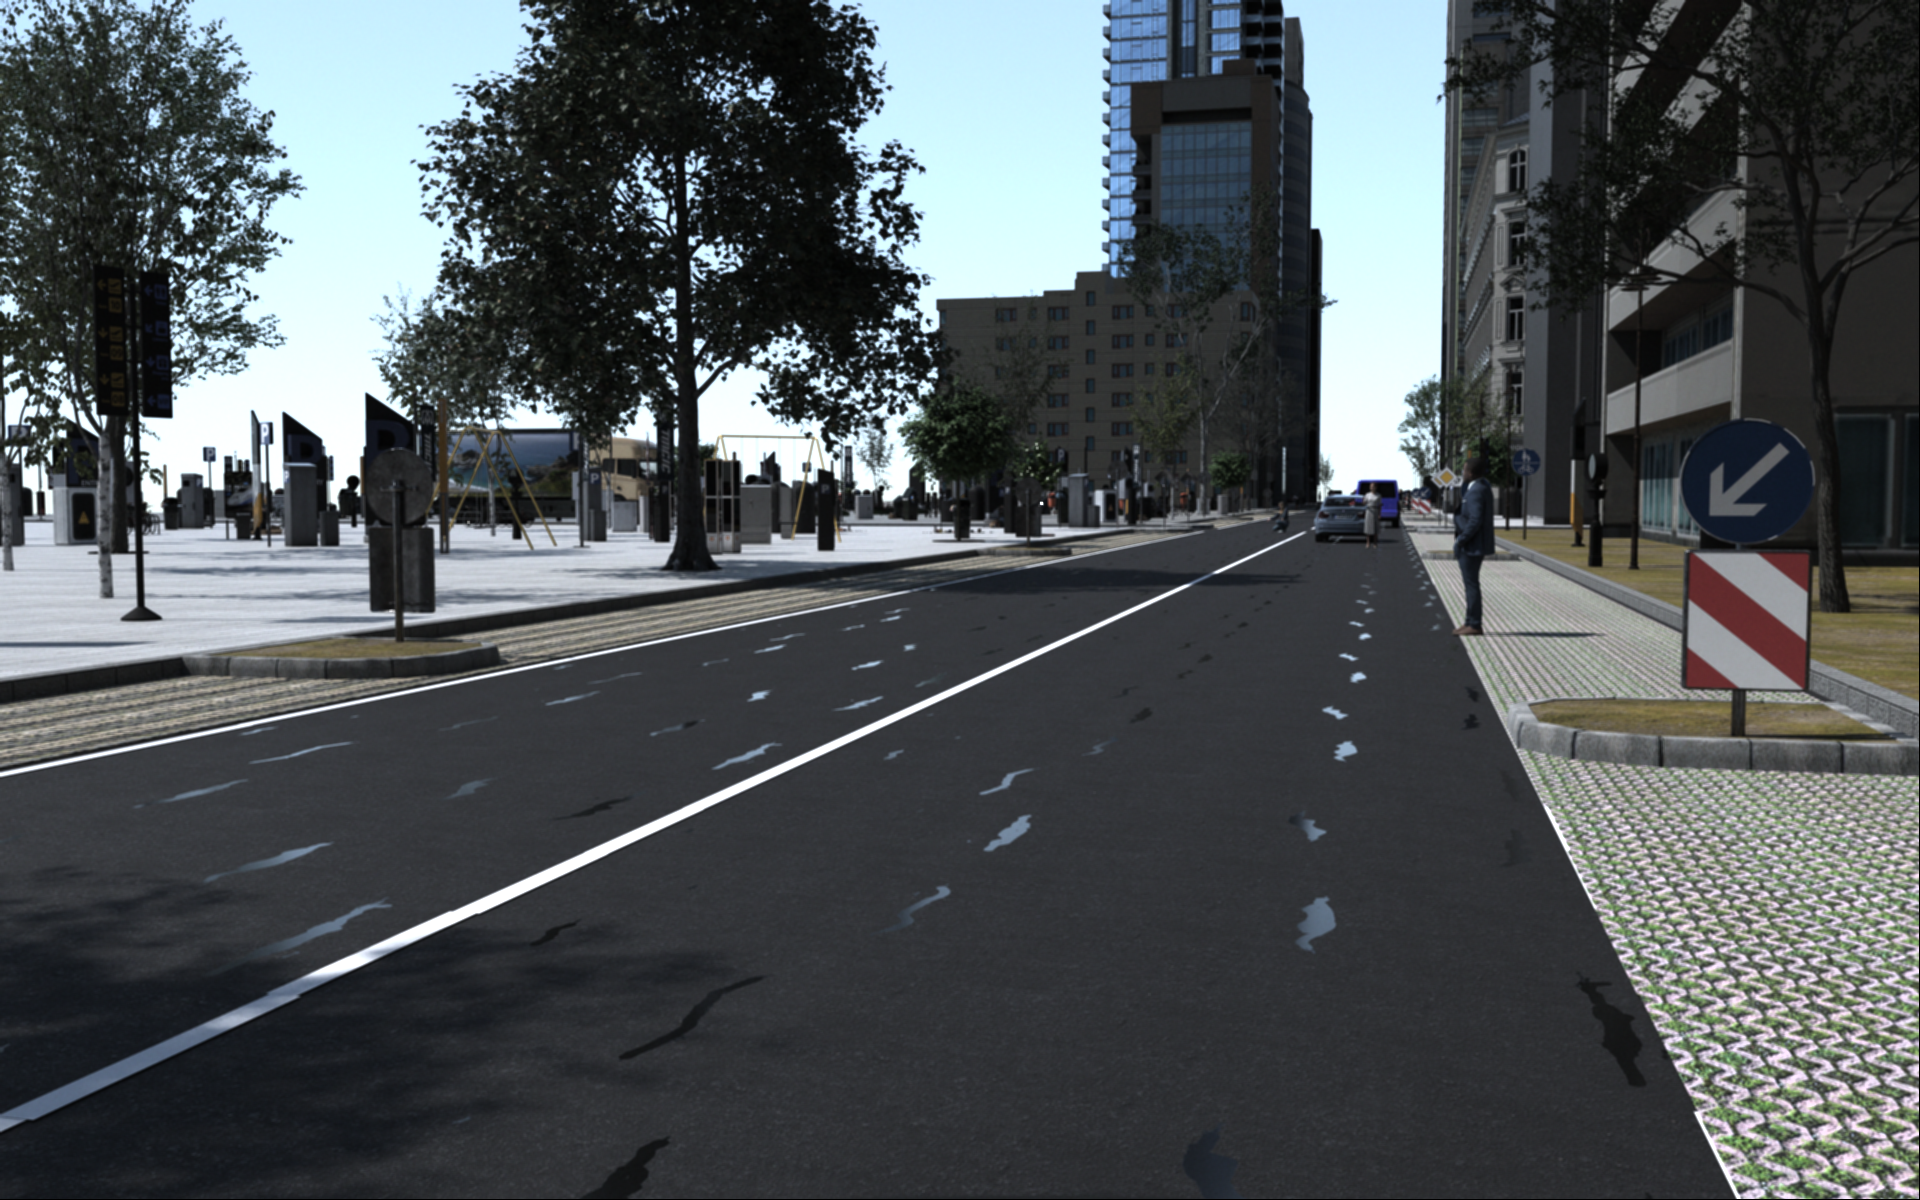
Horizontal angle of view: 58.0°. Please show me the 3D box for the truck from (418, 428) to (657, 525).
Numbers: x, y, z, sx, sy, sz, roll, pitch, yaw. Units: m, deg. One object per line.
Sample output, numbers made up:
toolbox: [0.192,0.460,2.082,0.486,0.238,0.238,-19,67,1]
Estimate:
truck: [-17.816,-5.270,75.084,11.283,4.237,2.839,1,4,14]

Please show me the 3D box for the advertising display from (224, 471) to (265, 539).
advertising display: [-20.384,-2.693,49.246,0.974,1.923,0.123,-1,4,-19]

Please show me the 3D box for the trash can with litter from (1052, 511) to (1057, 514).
trash can with litter: [6.630,-6.330,114.554,1.678,1.210,2.233,-2,4,-27]

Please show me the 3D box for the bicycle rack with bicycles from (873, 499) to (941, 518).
bicycle rack with bicycles: [-3.243,-5.494,103.204,2.852,0.926,2.925,-2,4,-28]

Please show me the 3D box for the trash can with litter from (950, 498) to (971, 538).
trash can with litter: [0.007,-2.369,50.122,0.624,1.170,1.055,0,4,-2]

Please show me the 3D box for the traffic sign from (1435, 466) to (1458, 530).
traffic sign: [17.591,-3.609,62.652,0.795,2.450,0.064,1,4,14]

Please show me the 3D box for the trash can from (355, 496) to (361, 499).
trash can: [-39.816,-6.311,114.835,0.748,1.137,0.748,0,3,0]

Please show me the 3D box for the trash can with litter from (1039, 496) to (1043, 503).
trash can with litter: [6.498,-7.482,133.717,1.055,1.170,0.624,-1,4,-17]

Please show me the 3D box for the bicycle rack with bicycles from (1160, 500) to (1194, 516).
bicycle rack with bicycles: [12.250,-5.456,102.580,2.925,0.926,2.852,1,4,16]

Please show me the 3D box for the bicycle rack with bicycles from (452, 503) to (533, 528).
bicycle rack with bicycles: [-18.223,-3.256,66.612,2.925,0.926,2.852,3,5,39]

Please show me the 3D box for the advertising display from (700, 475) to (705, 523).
advertising display: [-8.508,-3.283,58.896,0.974,1.923,0.123,-1,4,-20]

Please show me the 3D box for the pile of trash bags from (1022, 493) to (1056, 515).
pile of trash bags: [4.932,-5.944,106.934,1.912,1.369,3.447,-2,4,-30]

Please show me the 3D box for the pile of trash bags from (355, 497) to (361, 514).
pile of trash bags: [-37.731,-6.183,110.841,1.912,1.369,3.447,3,5,41]

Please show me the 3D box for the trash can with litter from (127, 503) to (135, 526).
trash can with litter: [-33.158,-3.492,68.482,1.055,1.170,0.624,-2,4,-28]

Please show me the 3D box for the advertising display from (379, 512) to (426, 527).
advertising display: [-12.130,-1.985,37.665,0.974,1.923,0.123,-1,4,-20]

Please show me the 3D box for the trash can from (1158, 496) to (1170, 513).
trash can: [13.124,-6.107,111.497,0.748,1.137,0.748,0,3,0]

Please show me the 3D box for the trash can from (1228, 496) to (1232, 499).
trash can: [18.536,-6.605,119.650,0.748,1.137,0.748,0,3,0]

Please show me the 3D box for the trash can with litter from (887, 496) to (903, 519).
trash can with litter: [-3.279,-4.813,90.072,0.624,1.170,1.055,2,4,32]

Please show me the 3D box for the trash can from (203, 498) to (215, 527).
trash can: [-29.660,-3.456,68.159,0.748,1.137,0.748,0,3,0]

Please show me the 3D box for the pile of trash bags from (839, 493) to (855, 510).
pile of trash bags: [-8.720,-7.936,139.506,3.447,1.369,1.912,3,5,44]

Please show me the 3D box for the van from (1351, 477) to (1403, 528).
van: [18.123,-4.337,75.300,2.240,2.365,5.245,1,4,13]

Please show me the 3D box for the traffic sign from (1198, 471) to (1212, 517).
traffic sign: [13.466,-5.829,95.404,0.768,2.556,0.104,1,4,20]

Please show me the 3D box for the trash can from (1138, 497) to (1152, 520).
trash can: [9.014,-4.447,84.361,0.748,1.137,0.748,0,3,0]

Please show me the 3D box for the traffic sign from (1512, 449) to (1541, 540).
traffic sign: [15.855,-2.964,48.560,0.768,2.556,0.104,1,4,18]

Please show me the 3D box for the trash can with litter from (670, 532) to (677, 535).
trash can with litter: [-8.808,-2.705,55.285,1.678,1.210,2.233,0,4,1]

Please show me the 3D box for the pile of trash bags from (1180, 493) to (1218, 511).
pile of trash bags: [18.729,-7.636,134.603,3.447,1.369,1.912,-1,4,-14]

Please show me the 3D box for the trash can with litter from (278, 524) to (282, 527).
trash can with litter: [-26.310,-3.538,68.905,1.678,1.210,2.233,1,4,10]

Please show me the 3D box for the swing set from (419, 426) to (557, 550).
swing set: [-11.352,-2.681,41.457,2.862,2.851,3.119,0,4,-2]

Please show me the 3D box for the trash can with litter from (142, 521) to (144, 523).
trash can with litter: [-34.409,-3.688,71.358,1.678,1.210,2.233,3,5,43]

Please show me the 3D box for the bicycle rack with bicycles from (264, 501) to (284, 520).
bicycle rack with bicycles: [-33.991,-4.454,86.206,2.852,0.926,2.925,-3,5,-41]

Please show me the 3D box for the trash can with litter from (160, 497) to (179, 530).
trash can with litter: [-28.525,-3.123,62.444,0.624,1.170,1.055,-2,4,-30]

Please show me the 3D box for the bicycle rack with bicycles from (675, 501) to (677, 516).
bicycle rack with bicycles: [-15.740,-5.396,101.604,2.925,0.926,2.852,3,5,45]

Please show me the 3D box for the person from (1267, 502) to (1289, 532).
person: [11.971,-3.099,64.660,0.738,1.151,1.012,-1,4,-11]

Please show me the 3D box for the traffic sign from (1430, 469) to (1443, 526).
traffic sign: [19.511,-4.083,70.404,0.795,2.450,0.064,1,4,14]

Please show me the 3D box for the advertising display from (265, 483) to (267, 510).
advertising display: [-40.657,-5.872,101.214,0.123,1.923,0.974,-1,4,-10]

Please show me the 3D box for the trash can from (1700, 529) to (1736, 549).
trash can: [11.110,-0.831,25.241,0.748,1.137,0.748,0,3,0]

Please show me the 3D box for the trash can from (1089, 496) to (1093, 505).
trash can: [8.999,-6.751,122.032,0.748,1.137,0.748,0,3,0]

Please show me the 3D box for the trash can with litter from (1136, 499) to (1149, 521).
trash can with litter: [8.539,-4.344,82.407,0.624,1.170,1.055,-3,5,-42]

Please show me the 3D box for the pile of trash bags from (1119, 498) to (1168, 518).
pile of trash bags: [9.578,-5.078,92.770,1.912,1.369,3.447,3,4,39]

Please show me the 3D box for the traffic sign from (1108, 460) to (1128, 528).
traffic sign: [5.908,-3.963,64.896,0.768,2.556,0.104,1,4,17]

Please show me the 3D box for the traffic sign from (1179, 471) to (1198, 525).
traffic sign: [9.620,-4.234,72.867,0.795,2.450,0.064,1,4,14]

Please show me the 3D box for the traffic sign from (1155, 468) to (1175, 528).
traffic sign: [7.699,-3.760,65.115,0.795,2.450,0.064,1,4,14]

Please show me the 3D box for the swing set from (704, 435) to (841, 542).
swing set: [-5.240,-2.986,46.434,3.119,2.851,2.862,-2,4,-32]

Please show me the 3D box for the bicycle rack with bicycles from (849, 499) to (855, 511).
bicycle rack with bicycles: [-6.279,-6.519,119.965,2.852,0.926,2.925,2,4,28]

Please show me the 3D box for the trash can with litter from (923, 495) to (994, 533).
trash can with litter: [-0.016,-2.818,57.138,2.233,1.210,1.678,1,4,11]

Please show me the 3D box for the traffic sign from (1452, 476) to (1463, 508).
traffic sign: [28.311,-5.903,98.641,0.606,2.300,0.079,1,4,19]

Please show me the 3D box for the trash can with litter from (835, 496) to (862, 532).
trash can with litter: [-4.301,-2.993,59.990,1.678,1.210,2.233,-1,4,-22]

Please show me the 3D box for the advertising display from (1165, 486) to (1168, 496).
advertising display: [16.918,-8.364,141.963,0.123,1.923,0.974,1,4,19]

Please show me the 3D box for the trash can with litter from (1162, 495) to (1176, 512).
trash can with litter: [14.605,-7.082,126.843,2.233,1.210,1.678,1,4,18]

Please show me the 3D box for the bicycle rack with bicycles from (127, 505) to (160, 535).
bicycle rack with bicycles: [-26.397,-2.521,54.596,2.852,0.926,2.925,1,4,13]
